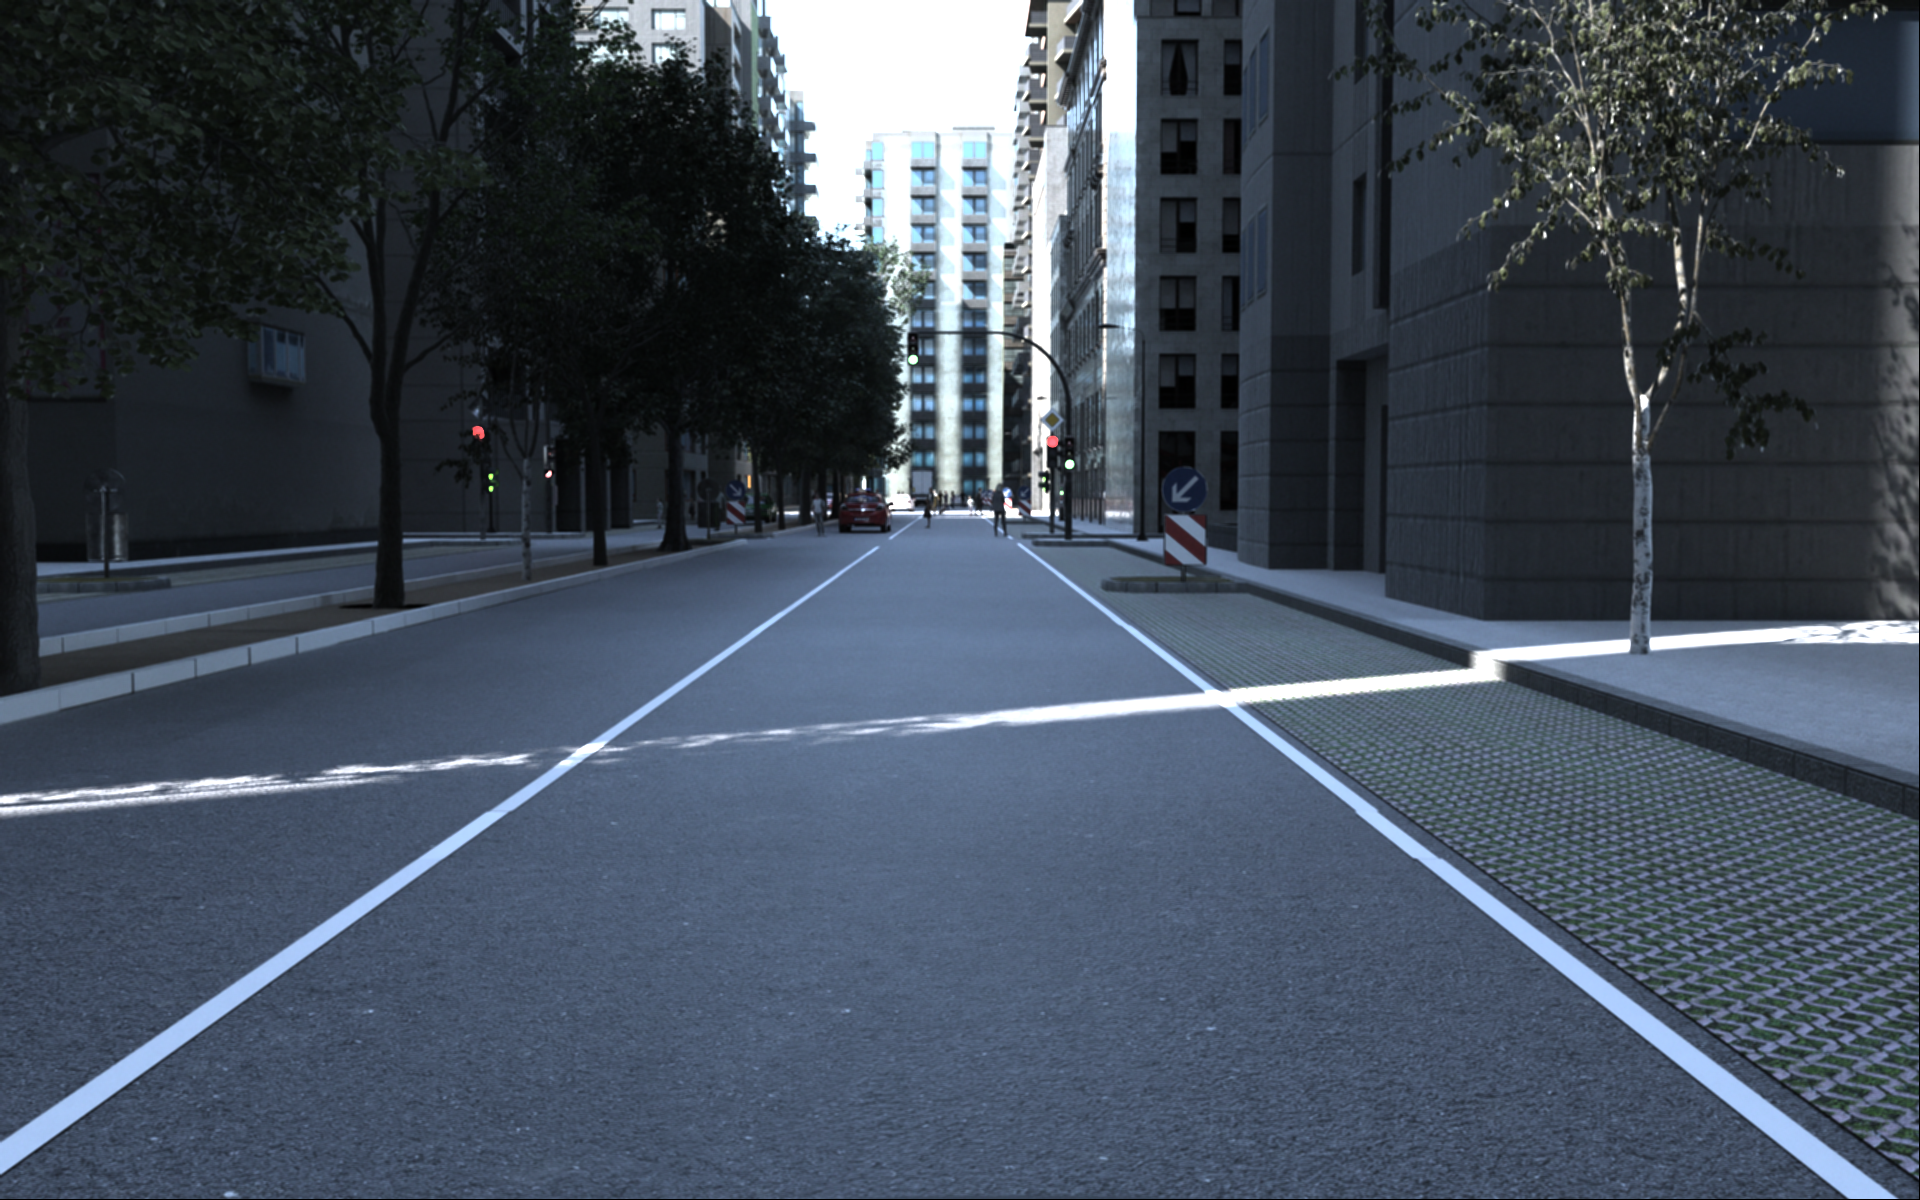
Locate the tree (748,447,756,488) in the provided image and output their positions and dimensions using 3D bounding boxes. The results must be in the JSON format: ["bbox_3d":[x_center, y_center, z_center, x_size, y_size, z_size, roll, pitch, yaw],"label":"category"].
[{"bbox_3d":[-16.617,-10.885,128.335,4.737,8.622,4.395,0,3,0],"label":"tree"}]

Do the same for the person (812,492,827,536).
[{"bbox_3d":[-4.756,-2.916,58.777,0.503,1.515,0.523,-1,4,-15],"label":"person"}]

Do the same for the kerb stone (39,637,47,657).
[{"bbox_3d":[-8.107,0.439,15.025,0.120,0.150,1.000,0,4,0],"label":"kerb stone"}]

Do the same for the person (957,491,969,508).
[{"bbox_3d":[0.303,-10.756,184.365,1.348,1.822,0.705,-1,4,-11],"label":"person"}]

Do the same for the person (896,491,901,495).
[{"bbox_3d":[-7.280,-12.094,206.224,1.348,1.826,0.705,-2,4,-32],"label":"person"}]

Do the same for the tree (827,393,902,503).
[{"bbox_3d":[-7.333,-11.384,106.715,7.486,12.596,7.792,0,3,0],"label":"tree"}]

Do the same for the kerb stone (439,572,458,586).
[{"bbox_3d":[-8.157,-0.313,27.312,0.120,0.150,1.000,0,4,0],"label":"kerb stone"}]

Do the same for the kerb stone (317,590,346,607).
[{"bbox_3d":[-8.133,0.001,22.184,0.120,0.150,1.000,0,4,0],"label":"kerb stone"}]

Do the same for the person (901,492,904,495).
[{"bbox_3d":[-6.677,-11.718,201.008,0.541,1.710,0.530,-1,4,-16],"label":"person"}]

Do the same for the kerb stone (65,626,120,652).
[{"bbox_3d":[-8.110,0.376,16.047,0.120,0.150,1.000,0,4,0],"label":"kerb stone"}]

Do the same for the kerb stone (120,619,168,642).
[{"bbox_3d":[-8.118,0.314,17.069,0.120,0.150,1.000,0,4,0],"label":"kerb stone"}]

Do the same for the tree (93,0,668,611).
[{"bbox_3d":[-7.038,-5.688,21.217,9.928,11.665,9.643,0,3,0],"label":"tree"}]

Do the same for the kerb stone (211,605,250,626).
[{"bbox_3d":[-8.123,0.189,19.113,0.120,0.150,1.000,0,4,0],"label":"kerb stone"}]

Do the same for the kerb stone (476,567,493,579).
[{"bbox_3d":[-8.154,-0.435,29.361,0.120,0.150,1.000,0,4,0],"label":"kerb stone"}]

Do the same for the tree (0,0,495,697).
[{"bbox_3d":[-6.888,-5.616,12.399,7.486,12.596,7.792,0,3,0],"label":"tree"}]

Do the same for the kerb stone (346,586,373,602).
[{"bbox_3d":[-8.131,-0.062,23.215,0.120,0.150,1.000,0,4,0],"label":"kerb stone"}]

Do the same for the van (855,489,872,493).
[{"bbox_3d":[-10.648,-11.427,191.209,2.240,2.365,5.245,0,4,-2],"label":"van"}]

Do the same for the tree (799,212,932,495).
[{"bbox_3d":[-8.622,-15.796,116.608,12.611,20.169,13.585,0,3,0],"label":"tree"}]

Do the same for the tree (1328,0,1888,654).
[{"bbox_3d":[5.282,-3.863,13.519,4.360,8.622,3.978,0,3,0],"label":"tree"}]

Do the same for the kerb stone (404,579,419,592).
[{"bbox_3d":[-8.150,-0.188,25.268,0.120,0.150,1.000,0,4,0],"label":"kerb stone"}]

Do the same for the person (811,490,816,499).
[{"bbox_3d":[-13.098,-9.047,156.561,0.705,1.807,1.348,-2,4,-33],"label":"person"}]

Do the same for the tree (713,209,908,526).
[{"bbox_3d":[-7.063,-10.343,78.220,9.857,13.997,8.962,0,3,0],"label":"tree"}]

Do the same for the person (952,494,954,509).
[{"bbox_3d":[-0.717,-9.753,171.179,0.599,1.433,0.991,0,4,4],"label":"person"}]

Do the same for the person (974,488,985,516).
[{"bbox_3d":[1.302,-6.478,114.198,0.755,1.850,0.659,0,4,-8],"label":"person"}]

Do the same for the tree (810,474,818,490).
[{"bbox_3d":[-15.913,-14.089,180.725,4.360,8.622,3.978,0,3,0],"label":"tree"}]

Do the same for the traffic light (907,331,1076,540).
[{"bbox_3d":[0.921,-4.506,48.335,4.771,5.953,1.251,0,4,0],"label":"traffic light"}]

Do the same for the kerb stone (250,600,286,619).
[{"bbox_3d":[-8.124,0.126,20.135,0.120,0.150,1.000,0,4,0],"label":"kerb stone"}]

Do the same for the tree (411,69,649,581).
[{"bbox_3d":[-7.158,-4.631,28.539,4.360,8.622,3.978,0,3,0],"label":"tree"}]

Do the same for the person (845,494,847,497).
[{"bbox_3d":[-9.104,-7.645,133.499,1.348,1.823,0.705,1,4,17],"label":"person"}]

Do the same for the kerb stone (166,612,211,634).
[{"bbox_3d":[-8.127,0.251,18.091,0.120,0.150,1.000,0,4,0],"label":"kerb stone"}]

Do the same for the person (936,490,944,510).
[{"bbox_3d":[-1.779,-8.774,152.475,1.217,1.766,0.721,-2,4,-34],"label":"person"}]

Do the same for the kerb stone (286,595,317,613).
[{"bbox_3d":[-8.129,0.064,21.157,0.120,0.150,1.000,0,4,0],"label":"kerb stone"}]

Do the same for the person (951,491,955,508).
[{"bbox_3d":[-0.625,-10.006,172.810,0.721,1.735,1.217,1,4,11],"label":"person"}]

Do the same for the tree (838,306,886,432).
[{"bbox_3d":[-6.949,-7.531,59.996,8.767,10.594,7.601,0,4,0],"label":"tree"}]

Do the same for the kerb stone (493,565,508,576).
[{"bbox_3d":[-8.165,-0.501,30.383,0.120,0.150,1.000,0,4,0],"label":"kerb stone"}]

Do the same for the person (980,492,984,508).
[{"bbox_3d":[1.985,-9.663,167.431,0.756,1.711,0.436,-1,4,-23],"label":"person"}]

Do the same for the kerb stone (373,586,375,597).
[{"bbox_3d":[-8.139,-0.124,24.242,0.120,0.150,1.000,0,4,0],"label":"kerb stone"}]

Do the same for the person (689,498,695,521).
[{"bbox_3d":[-13.351,-4.471,86.277,0.362,1.253,0.373,3,4,36],"label":"person"}]

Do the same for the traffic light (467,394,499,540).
[{"bbox_3d":[-13.349,-3.638,48.410,0.839,4.253,0.868,0,4,0],"label":"traffic light"}]

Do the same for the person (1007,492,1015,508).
[{"bbox_3d":[4.785,-9.289,161.111,0.799,1.438,0.628,-2,4,-29],"label":"person"}]

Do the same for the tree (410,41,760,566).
[{"bbox_3d":[-7.144,-5.974,34.549,8.767,10.594,7.601,0,4,0],"label":"tree"}]

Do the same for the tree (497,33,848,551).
[{"bbox_3d":[-7.127,-7.566,43.174,9.611,12.733,9.660,0,3,0],"label":"tree"}]

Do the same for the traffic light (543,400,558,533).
[{"bbox_3d":[-11.286,-5.001,56.437,4.771,5.953,1.251,0,4,0],"label":"traffic light"}]

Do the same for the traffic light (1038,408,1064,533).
[{"bbox_3d":[2.984,-4.131,56.469,0.839,4.253,0.868,0,4,0],"label":"traffic light"}]

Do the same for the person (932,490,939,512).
[{"bbox_3d":[-2.123,-8.059,140.998,1.217,1.736,0.721,3,5,40],"label":"person"}]

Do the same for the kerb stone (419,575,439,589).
[{"bbox_3d":[-8.150,-0.246,26.290,0.120,0.150,1.000,0,4,0],"label":"kerb stone"}]

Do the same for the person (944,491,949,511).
[{"bbox_3d":[-1.196,-8.485,148.153,0.530,1.710,0.541,0,3,0],"label":"person"}]

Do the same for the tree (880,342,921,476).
[{"bbox_3d":[-7.032,-10.920,98.012,9.611,12.733,9.660,0,3,0],"label":"tree"}]

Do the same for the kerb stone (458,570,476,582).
[{"bbox_3d":[-8.157,-0.376,28.339,0.120,0.150,1.000,0,4,0],"label":"kerb stone"}]
